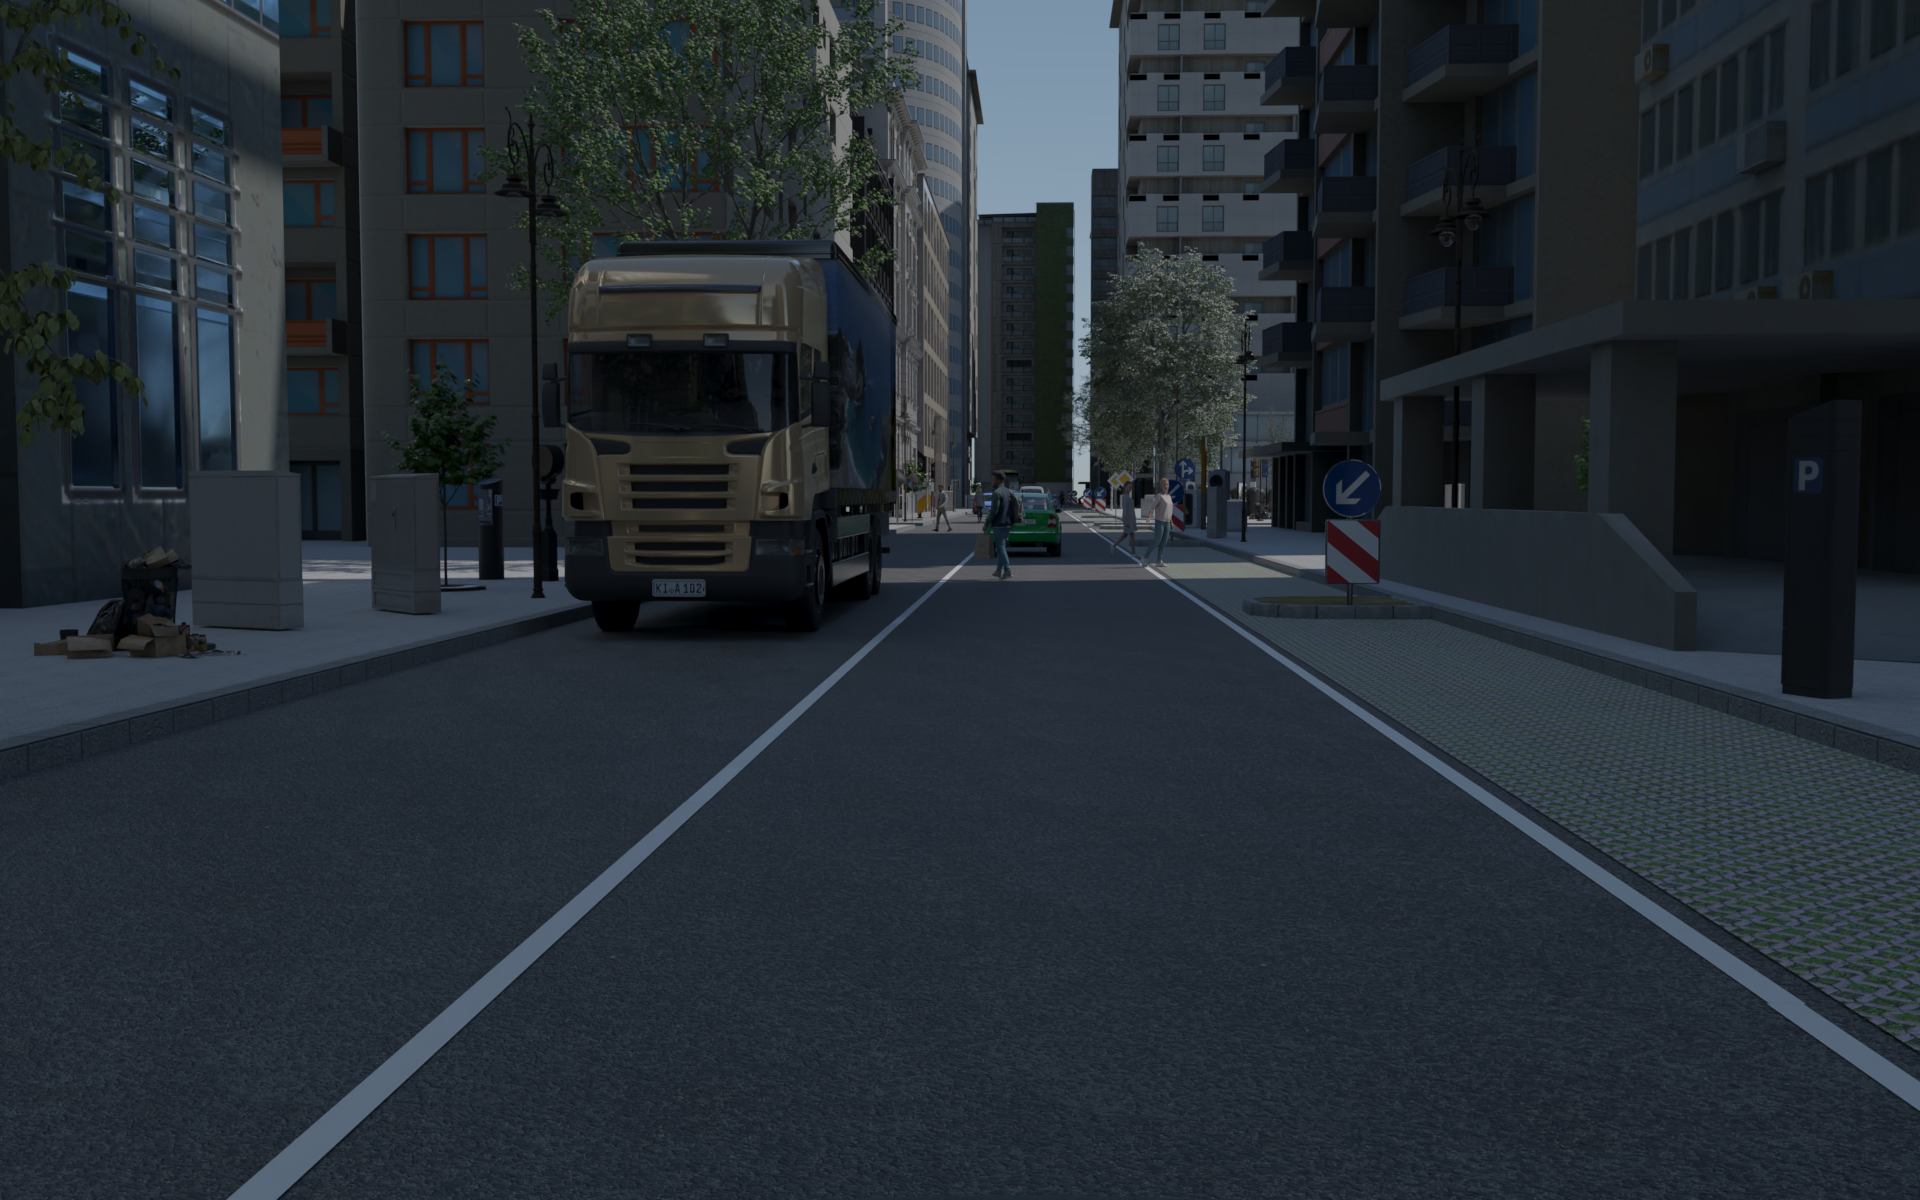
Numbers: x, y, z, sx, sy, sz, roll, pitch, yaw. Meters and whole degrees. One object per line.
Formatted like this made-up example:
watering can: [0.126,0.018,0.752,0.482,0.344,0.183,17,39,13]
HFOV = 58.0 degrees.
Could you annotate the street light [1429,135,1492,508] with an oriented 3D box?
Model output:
street light: [6.554,-3.061,22.843,0.468,5.910,1.993,0,4,3]

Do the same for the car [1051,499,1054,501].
car: [5.551,-6.768,122.453,2.131,1.459,4.920,0,4,4]

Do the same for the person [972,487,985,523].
person: [0.885,-4.710,85.698,0.709,1.800,0.728,0,4,-4]

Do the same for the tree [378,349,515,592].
tree: [-6.959,-1.736,22.991,1.663,3.219,1.824,0,3,0]

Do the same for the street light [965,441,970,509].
street light: [0.662,-10.812,149.556,0.468,5.910,1.993,0,4,3]

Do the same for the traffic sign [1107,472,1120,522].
traffic sign: [7.059,-4.576,78.456,0.795,2.450,0.064,0,4,3]

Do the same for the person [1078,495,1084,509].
person: [11.634,-9.400,165.381,0.799,1.438,0.628,0,4,5]

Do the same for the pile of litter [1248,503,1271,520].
pile of litter: [15.075,-4.491,87.388,1.719,0.858,1.176,3,5,39]

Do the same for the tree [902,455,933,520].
tree: [-2.363,-5.489,84.339,1.663,3.219,1.824,0,3,0]

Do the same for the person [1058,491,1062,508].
person: [9.994,-10.072,173.631,0.568,1.767,0.683,-1,4,-15]

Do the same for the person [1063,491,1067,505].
person: [13.527,-13.338,226.560,1.348,1.826,0.705,2,4,23]

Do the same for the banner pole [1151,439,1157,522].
banner pole: [8.867,-5.431,78.813,0.401,3.779,0.863,1,4,16]

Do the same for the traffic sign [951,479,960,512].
traffic sign: [-0.327,-7.237,120.448,0.606,2.300,0.079,0,4,7]

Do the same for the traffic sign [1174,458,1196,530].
traffic sign: [7.978,-3.757,61.531,0.768,2.556,0.104,0,4,7]

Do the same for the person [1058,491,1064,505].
person: [12.874,-12.910,219.583,0.705,1.823,1.348,3,4,37]

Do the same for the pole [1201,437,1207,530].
pole: [8.787,-4.194,62.419,0.158,3.312,0.155,0,3,0]

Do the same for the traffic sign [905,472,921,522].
traffic sign: [-2.175,-4.603,78.900,0.795,2.450,0.064,0,4,3]

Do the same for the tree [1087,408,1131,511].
tree: [11.959,-11.210,133.642,4.737,8.622,4.395,0,3,0]

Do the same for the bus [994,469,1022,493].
bus: [4.820,-11.329,176.774,2.896,3.916,12.252,0,4,2]

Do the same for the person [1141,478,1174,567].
person: [3.794,-1.503,33.742,0.598,1.740,0.731,2,4,29]

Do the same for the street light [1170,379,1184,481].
street light: [8.709,-5.914,69.480,0.468,5.910,1.993,0,4,3]

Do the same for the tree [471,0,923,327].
tree: [-4.825,-6.503,32.077,9.928,11.665,9.643,0,3,0]

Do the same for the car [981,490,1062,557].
car: [1.467,-1.975,41.086,1.959,1.807,4.718,0,4,1]

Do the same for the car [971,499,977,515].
car: [1.886,-6.940,122.505,2.155,1.783,4.494,0,4,3]

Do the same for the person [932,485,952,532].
person: [-0.664,-3.475,65.589,0.850,1.792,0.678,-2,4,-34]

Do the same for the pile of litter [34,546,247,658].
pile of litter: [-6.629,0.005,13.890,1.719,0.858,1.176,2,4,30]

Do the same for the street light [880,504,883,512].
street light: [-3.072,-5.816,67.876,0.468,5.910,1.993,0,4,3]

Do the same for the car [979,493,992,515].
car: [2.018,-6.217,111.241,1.945,1.707,3.694,0,4,1]

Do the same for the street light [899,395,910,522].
street light: [-2.534,-6.557,79.992,0.468,5.910,1.993,0,4,3]

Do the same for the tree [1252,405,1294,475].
tree: [26.166,-11.768,142.772,4.360,8.622,3.978,0,3,0]

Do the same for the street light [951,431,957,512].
street light: [-0.467,-9.394,126.383,0.468,5.910,1.993,0,4,3]

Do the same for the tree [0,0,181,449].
tree: [-5.828,-3.604,9.283,4.737,8.622,4.395,0,3,0]

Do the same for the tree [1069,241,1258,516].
tree: [10.492,-11.125,88.542,9.857,13.997,8.962,0,3,0]

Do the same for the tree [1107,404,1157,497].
tree: [12.035,-10.480,121.711,4.360,8.622,3.978,0,3,0]

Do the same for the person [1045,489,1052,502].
person: [6.472,-7.304,127.943,0.581,1.822,0.654,1,4,11]

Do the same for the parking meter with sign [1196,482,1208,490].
parking meter with sign: [15.497,-7.014,110.946,1.738,3.016,0.543,3,5,41]

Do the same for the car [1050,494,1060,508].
car: [8.367,-9.138,161.413,2.014,1.417,4.499,0,4,5]

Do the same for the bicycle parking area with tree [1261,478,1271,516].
bicycle parking area with tree: [21.143,-7.237,105.328,8.231,4.147,9.016,0,4,6]

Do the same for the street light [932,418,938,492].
street light: [-1.501,-7.974,103.170,0.468,5.910,1.993,0,4,3]

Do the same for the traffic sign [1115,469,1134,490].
traffic sign: [6.691,-4.088,70.479,0.795,2.450,0.064,0,4,3]

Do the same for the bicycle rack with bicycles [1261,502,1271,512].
bicycle rack with bicycles: [19.500,-6.145,113.852,2.925,0.926,2.852,0,4,5]

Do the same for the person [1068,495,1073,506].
person: [12.886,-11.518,200.038,0.991,1.433,0.599,2,4,25]

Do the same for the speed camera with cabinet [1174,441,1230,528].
speed camera with cabinet: [9.057,-4.313,64.850,2.038,3.252,0.660,2,4,30]

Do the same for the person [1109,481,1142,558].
person: [3.738,-1.818,38.968,0.760,1.731,0.466,-1,4,-22]

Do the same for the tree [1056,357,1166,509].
tree: [13.200,-14.525,147.858,12.009,13.543,11.850,0,3,0]

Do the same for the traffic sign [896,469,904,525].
traffic sign: [-2.583,-4.217,71.074,0.606,2.300,0.079,1,4,11]

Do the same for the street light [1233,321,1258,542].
street light: [7.609,-4.497,46.306,0.468,5.910,1.993,0,4,3]

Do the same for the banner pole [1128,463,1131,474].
banner pole: [13.598,-9.172,139.972,0.401,3.779,0.863,-2,4,-24]

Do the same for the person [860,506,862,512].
person: [-4.192,-3.820,73.547,0.523,1.515,0.503,-2,4,-34]

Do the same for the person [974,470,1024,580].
person: [0.635,-1.243,28.804,0.794,1.824,0.713,-3,5,-40]

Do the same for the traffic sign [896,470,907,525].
traffic sign: [-2.542,-4.115,70.923,0.795,2.450,0.064,0,4,3]

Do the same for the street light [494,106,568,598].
street light: [-5.211,-2.962,21.216,0.468,5.910,1.993,0,4,3]

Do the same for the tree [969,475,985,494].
tree: [1.566,-11.001,174.471,1.663,3.219,1.824,0,3,0]
